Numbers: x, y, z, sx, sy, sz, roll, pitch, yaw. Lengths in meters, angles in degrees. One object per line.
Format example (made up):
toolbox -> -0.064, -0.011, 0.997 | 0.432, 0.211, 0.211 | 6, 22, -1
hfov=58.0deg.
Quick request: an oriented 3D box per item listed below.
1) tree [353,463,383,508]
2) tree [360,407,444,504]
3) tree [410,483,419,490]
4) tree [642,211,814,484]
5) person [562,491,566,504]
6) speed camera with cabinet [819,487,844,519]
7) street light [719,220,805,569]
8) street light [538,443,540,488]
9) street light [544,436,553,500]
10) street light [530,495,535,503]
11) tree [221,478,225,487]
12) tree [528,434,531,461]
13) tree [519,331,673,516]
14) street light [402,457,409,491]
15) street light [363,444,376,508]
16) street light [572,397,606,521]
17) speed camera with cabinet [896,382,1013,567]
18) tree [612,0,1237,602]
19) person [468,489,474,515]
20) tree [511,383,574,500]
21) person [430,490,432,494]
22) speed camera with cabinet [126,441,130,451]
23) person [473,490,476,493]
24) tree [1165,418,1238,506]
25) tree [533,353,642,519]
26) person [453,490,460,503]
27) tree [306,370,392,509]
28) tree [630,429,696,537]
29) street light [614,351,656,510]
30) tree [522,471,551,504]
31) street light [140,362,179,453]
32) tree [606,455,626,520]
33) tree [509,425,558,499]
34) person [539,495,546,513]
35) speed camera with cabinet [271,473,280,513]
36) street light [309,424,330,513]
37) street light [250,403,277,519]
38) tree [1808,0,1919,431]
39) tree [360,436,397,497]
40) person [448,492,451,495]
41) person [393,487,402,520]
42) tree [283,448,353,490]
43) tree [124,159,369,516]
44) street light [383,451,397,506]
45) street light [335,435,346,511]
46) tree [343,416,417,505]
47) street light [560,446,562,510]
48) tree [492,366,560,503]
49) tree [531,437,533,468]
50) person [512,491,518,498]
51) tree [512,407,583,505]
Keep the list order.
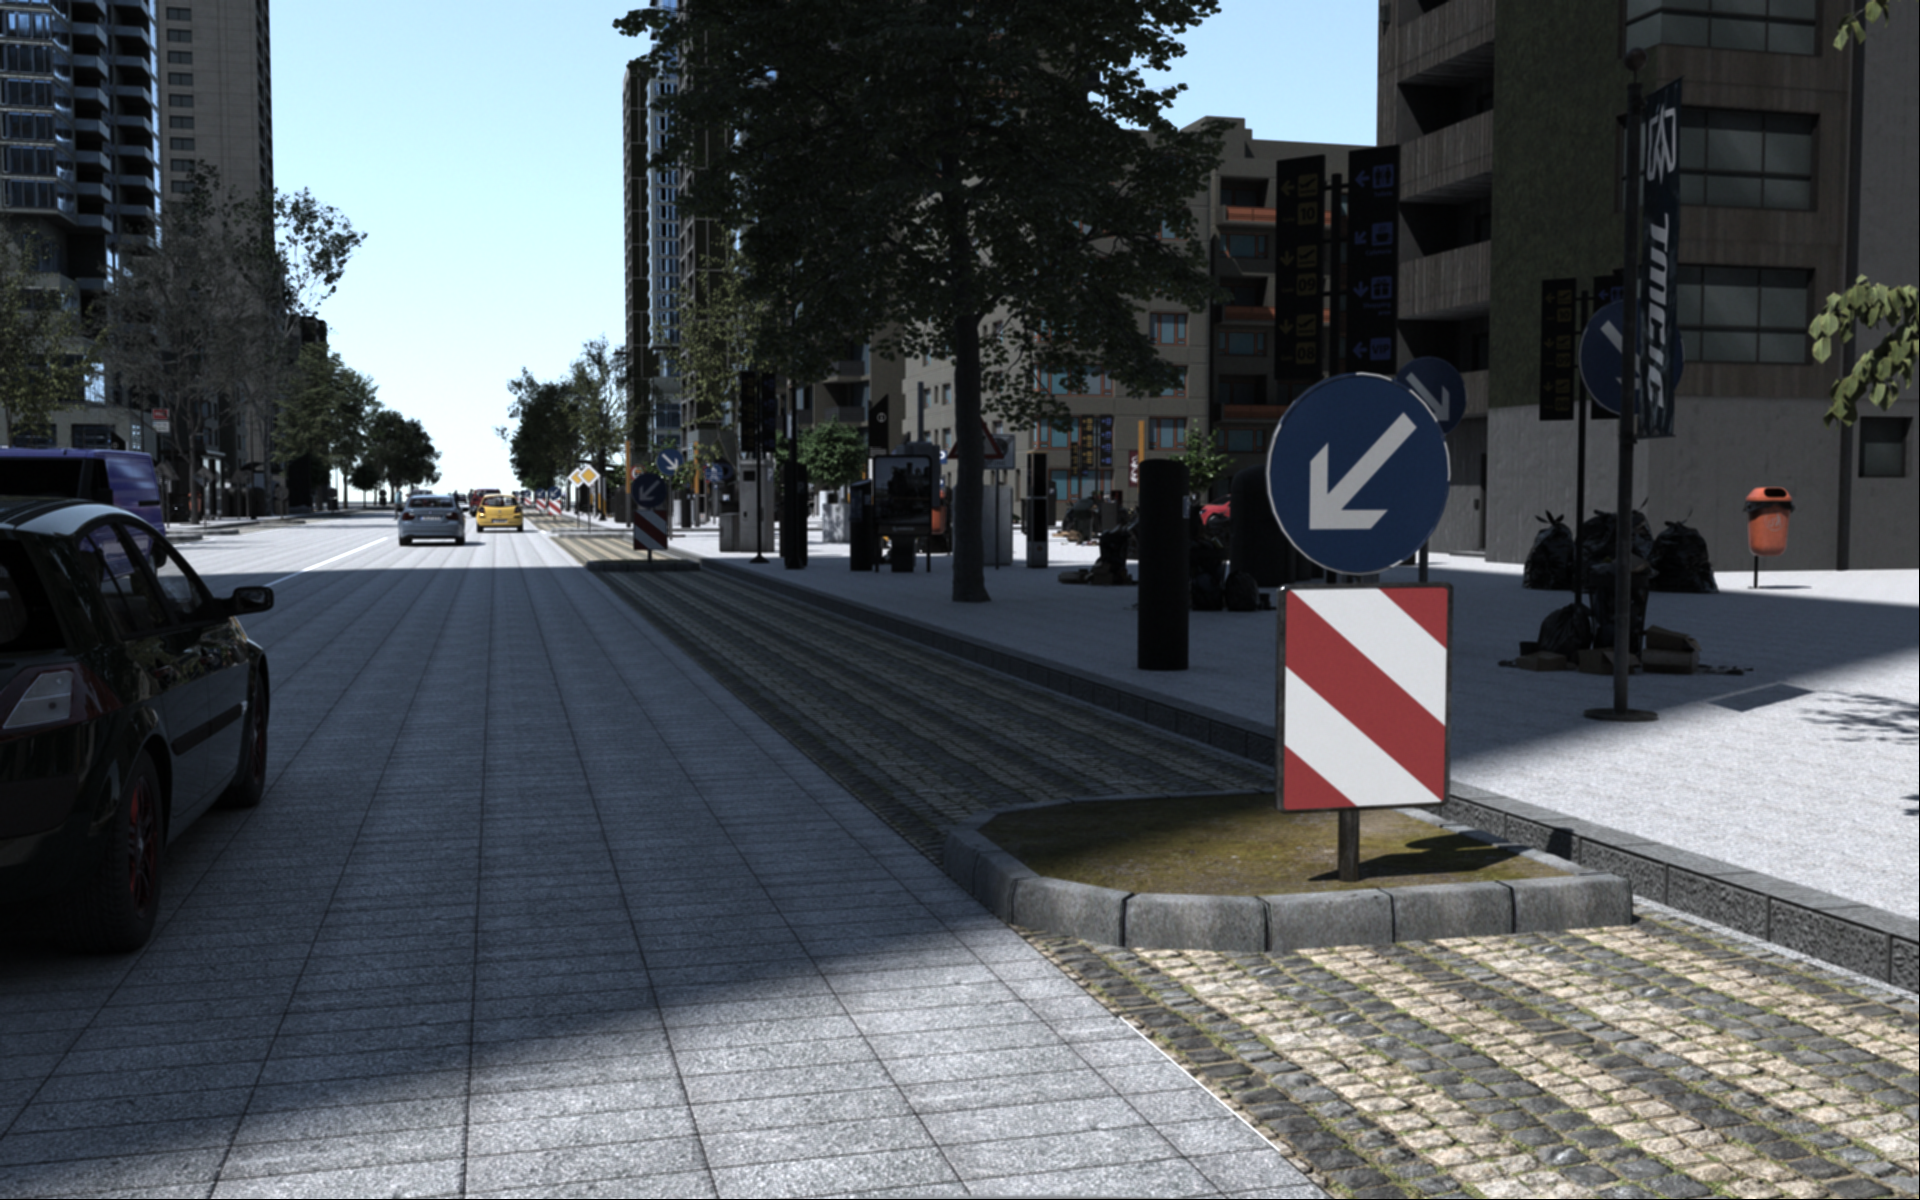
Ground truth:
tree -> -56.447, -11.051, 164.390 | 4.285, 4.588, 4.351 | 0, 3, 0
tree -> -74.609, -19.005, 227.734 | 9.611, 12.733, 9.660 | 0, 3, 0
tree -> -88.660, -20.210, 280.802 | 4.737, 8.622, 4.395 | 0, 3, 0
tree -> -5.405, -5.629, 42.402 | 4.737, 8.622, 4.395 | 0, 3, 0
person -> -49.702, -12.788, 217.450 | 0.709, 1.838, 0.599 | -2, 4, -31
speed camera with cabinet -> -6.281, -5.801, 89.175 | 2.038, 3.252, 0.660 | -3, 5, -43
street light -> -3.346, -3.472, 29.312 | 1.470, 5.913, 1.316 | -1, 4, -15
street light -> -37.669, -11.318, 157.588 | 1.470, 5.913, 1.316 | -1, 4, -15
street light -> -32.181, -10.072, 137.211 | 1.470, 5.913, 1.316 | -1, 4, -15
street light -> -44.815, -12.951, 184.290 | 1.470, 5.913, 1.316 | -1, 4, -15
tree -> -48.901, -7.299, 113.940 | 1.663, 3.219, 1.824 | 0, 3, 0
tree -> -39.462, -13.257, 167.107 | 4.737, 8.622, 4.395 | 0, 3, 0
tree -> -21.040, -10.111, 99.735 | 8.767, 10.594, 7.601 | -1, 4, -19
street light -> -69.584, -14.873, 215.713 | 1.470, 5.913, 1.316 | -1, 4, -15
street light -> -54.941, -11.548, 161.345 | 1.470, 5.913, 1.316 | -1, 4, -15
street light -> -17.777, -6.765, 83.155 | 1.470, 5.913, 1.316 | -1, 4, -15
speed camera with cabinet -> -0.098, -2.243, 31.009 | 2.038, 3.252, 0.660 | -1, 4, -18
tree -> -0.283, -6.246, 20.251 | 7.486, 12.596, 7.792 | 0, 3, 0
person -> -34.008, -6.856, 120.767 | 0.661, 1.801, 0.590 | 3, 4, 38
tree -> -42.128, -15.854, 177.337 | 7.486, 12.596, 7.792 | 0, 3, 0
person -> -57.549, -11.000, 188.349 | 0.705, 1.824, 1.348 | -1, 4, -17
speed camera with cabinet -> -31.651, -4.295, 64.558 | 2.038, 3.252, 0.660 | -3, 5, -40
person -> -38.818, -7.940, 138.836 | 1.217, 1.766, 0.721 | 2, 4, 26
tree -> 5.952, -3.028, 44.112 | 1.663, 3.219, 1.824 | 0, 3, 0
tree -> -18.952, -8.584, 90.704 | 4.737, 8.622, 4.395 | 0, 3, 0
person -> -49.637, -9.932, 170.756 | 0.599, 1.838, 0.709 | 3, 4, 37
tree -> -51.312, -13.385, 144.603 | 9.928, 11.665, 9.643 | 0, 3, 0
tree -> -8.646, -3.501, 51.847 | 1.663, 3.219, 1.824 | 0, 3, 0
street light -> -10.559, -5.138, 56.547 | 1.470, 5.913, 1.316 | -1, 4, -15
tree -> -56.463, -15.368, 234.974 | 4.285, 4.588, 4.351 | 0, 3, 0
street light -> -28.095, -5.397, 60.776 | 1.470, 5.913, 1.316 | -1, 4, -15
tree -> -16.849, -5.603, 86.212 | 1.663, 3.219, 1.824 | 0, 3, 0
tree -> -67.660, -22.594, 276.069 | 9.857, 13.997, 8.962 | 0, 3, 0
person -> -30.617, -7.195, 126.978 | 0.563, 1.720, 0.643 | -2, 4, -27
speed camera with cabinet -> -46.580, -7.476, 116.560 | 0.660, 3.252, 2.038 | 1, 4, 11
street light -> -42.713, -8.743, 115.483 | 1.470, 5.913, 1.316 | -1, 4, -15
street light -> -35.479, -7.076, 88.232 | 1.470, 5.913, 1.316 | -1, 4, -15
tree -> 4.431, -3.411, 6.136 | 4.737, 8.622, 4.395 | 0, 3, 0
tree -> -67.756, -15.367, 201.620 | 4.360, 8.622, 3.978 | 0, 3, 0
person -> -80.393, -16.135, 273.113 | 0.445, 1.727, 0.742 | 2, 4, 29
person -> -31.082, -5.359, 95.980 | 0.748, 1.841, 0.638 | 1, 4, 10
tree -> -45.790, -8.418, 121.344 | 4.285, 4.588, 4.351 | 0, 3, 0
tree -> -40.924, -14.890, 99.337 | 12.611, 20.169, 13.585 | 0, 3, 0
street light -> -62.019, -13.182, 188.064 | 1.470, 5.913, 1.316 | -1, 4, -15
street light -> -47.887, -9.913, 134.619 | 1.470, 5.913, 1.316 | -1, 4, -15
tree -> -65.429, -15.866, 193.823 | 7.601, 10.594, 8.767 | 3, 5, 45
street light -> -24.903, -8.399, 109.862 | 1.470, 5.913, 1.316 | -1, 4, -15
tree -> -62.188, -24.370, 254.338 | 12.611, 20.169, 13.585 | 0, 3, 0
tree -> -32.973, -11.937, 145.536 | 4.737, 8.622, 4.395 | 0, 3, 0
person -> -43.665, -9.782, 169.148 | 1.217, 1.735, 0.721 | 1, 4, 12
tree -> -46.190, -16.452, 194.742 | 9.928, 11.665, 9.643 | 0, 3, 0
